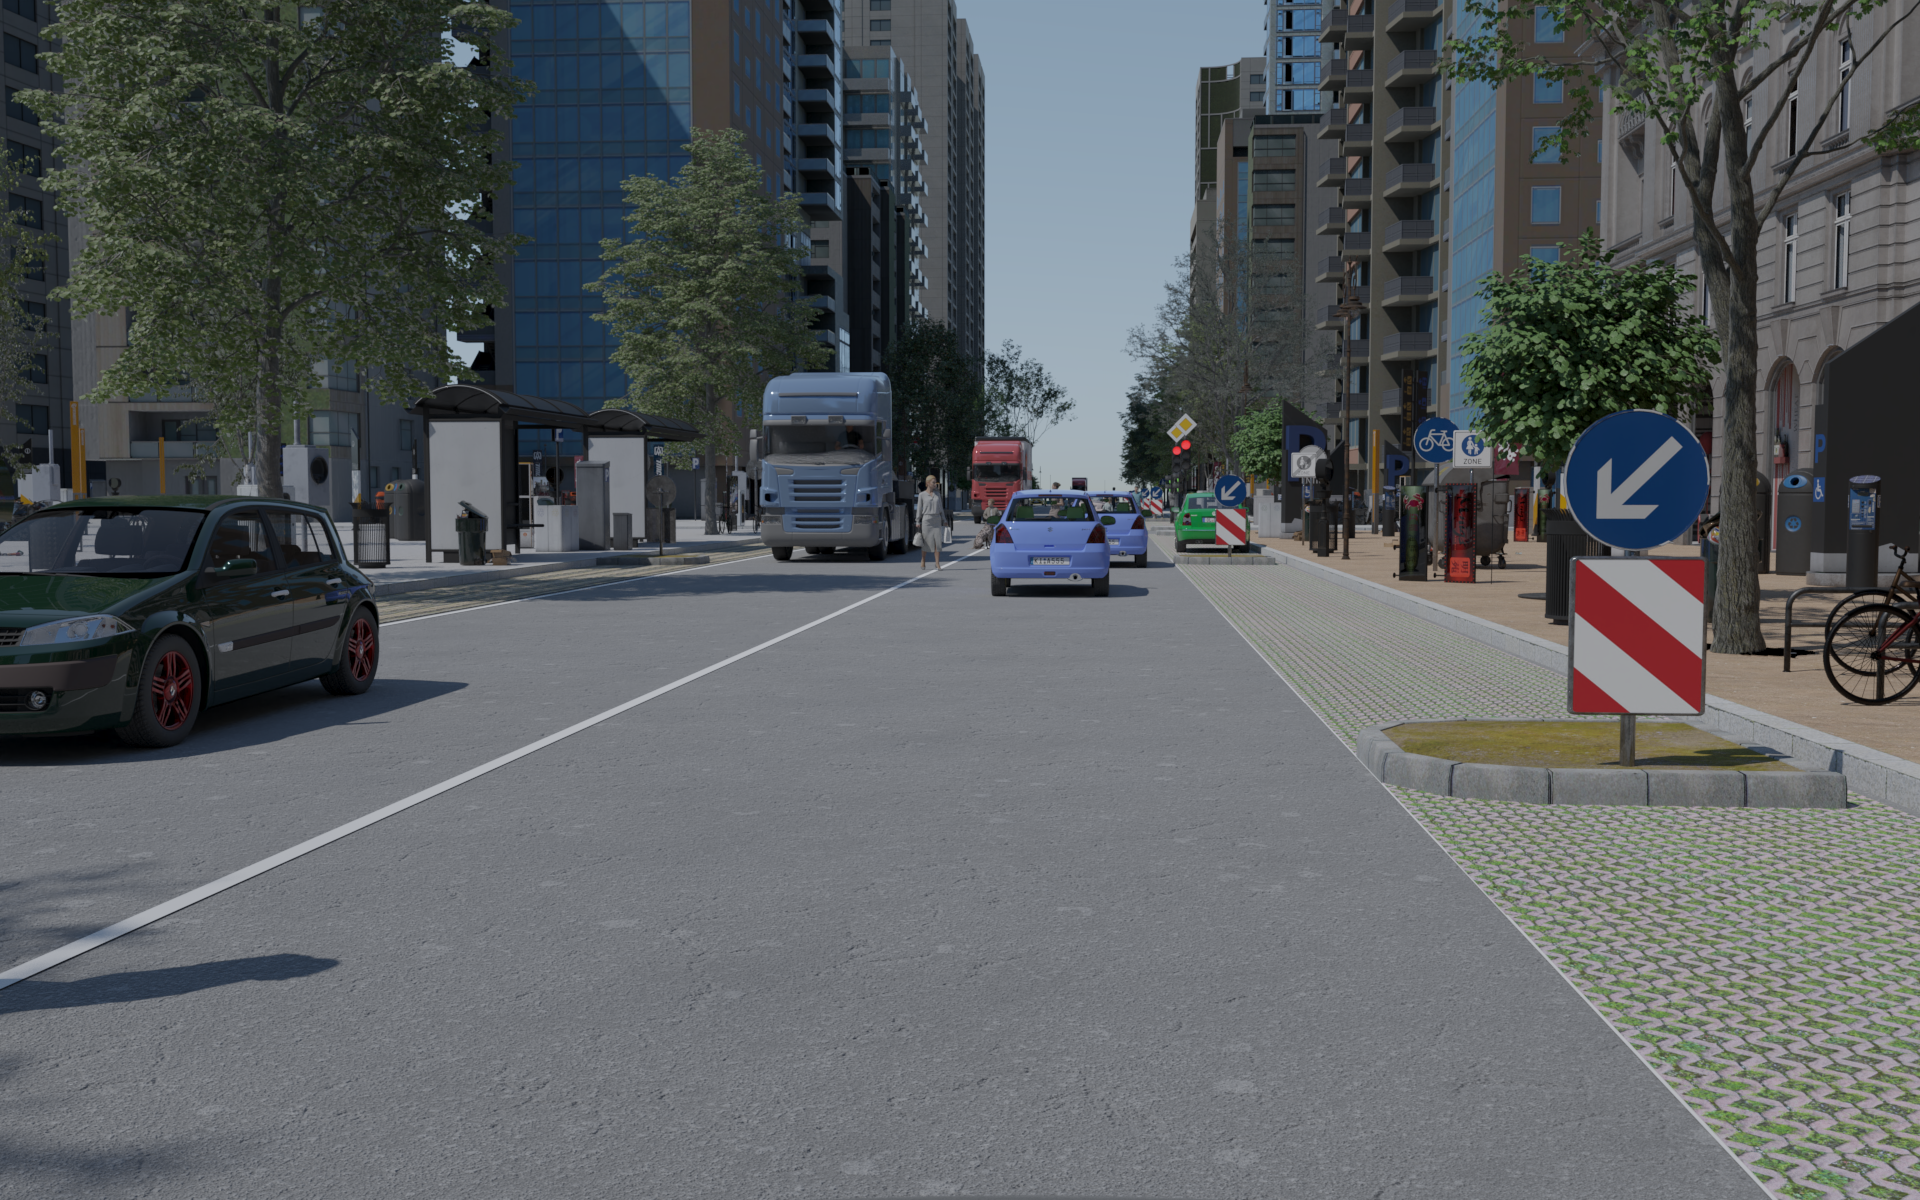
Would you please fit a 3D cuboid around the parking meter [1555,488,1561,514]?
[{"bbox_3d":[24.444,-3.800,70.535,0.372,1.533,0.369,0,3,0],"label":"parking meter"}]

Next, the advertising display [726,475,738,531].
[{"bbox_3d":[-7.892,-3.357,60.102,0.123,1.923,0.974,1,4,10],"label":"advertising display"}]

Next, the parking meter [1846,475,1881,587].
[{"bbox_3d":[11.790,-0.868,22.606,0.372,1.533,0.369,0,3,0],"label":"parking meter"}]

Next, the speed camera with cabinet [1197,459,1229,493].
[{"bbox_3d":[13.205,-5.787,88.950,2.038,3.252,0.660,-1,4,-19],"label":"speed camera with cabinet"}]

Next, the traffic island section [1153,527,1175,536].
[{"bbox_3d":[7.849,-2.325,60.295,2.009,0.180,2.903,0,4,5],"label":"traffic island section"}]

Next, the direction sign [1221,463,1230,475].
[{"bbox_3d":[19.068,-8.099,124.417,0.379,3.537,0.876,-3,5,-40],"label":"direction sign"}]

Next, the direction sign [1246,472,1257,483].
[{"bbox_3d":[21.216,-8.208,126.204,0.876,3.537,0.379,2,4,25],"label":"direction sign"}]

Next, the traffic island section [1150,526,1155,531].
[{"bbox_3d":[8.533,-2.812,68.251,2.009,0.180,2.903,0,4,5],"label":"traffic island section"}]

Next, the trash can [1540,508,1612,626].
[{"bbox_3d":[6.074,-0.327,17.008,0.748,1.137,0.748,0,3,0],"label":"trash can"}]

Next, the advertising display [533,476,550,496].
[{"bbox_3d":[-14.968,-3.441,61.471,0.123,1.923,0.974,3,4,38],"label":"advertising display"}]

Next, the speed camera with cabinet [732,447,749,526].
[{"bbox_3d":[-8.894,-4.596,69.484,0.660,3.252,2.038,0,4,3],"label":"speed camera with cabinet"}]

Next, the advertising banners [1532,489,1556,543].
[{"bbox_3d":[15.042,-3.064,46.279,0.090,3.025,2.074,-2,4,-32],"label":"advertising banners"}]

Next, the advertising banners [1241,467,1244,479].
[{"bbox_3d":[17.929,-7.042,111.321,0.090,3.025,2.074,2,4,28],"label":"advertising banners"}]

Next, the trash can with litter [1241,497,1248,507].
[{"bbox_3d":[14.853,-4.910,91.672,0.624,1.170,1.055,-1,4,-9],"label":"trash can with litter"}]

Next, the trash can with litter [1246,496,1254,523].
[{"bbox_3d":[12.692,-4.081,77.786,2.233,1.210,1.678,0,4,-7],"label":"trash can with litter"}]

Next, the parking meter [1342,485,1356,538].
[{"bbox_3d":[11.290,-2.560,50.261,0.372,1.533,0.369,0,3,0],"label":"parking meter"}]

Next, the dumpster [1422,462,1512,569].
[{"bbox_3d":[8.841,-1.496,30.218,1.264,1.857,1.865,0,4,5],"label":"dumpster"}]

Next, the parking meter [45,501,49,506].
[{"bbox_3d":[-42.478,-4.589,80.749,0.399,1.863,0.255,3,4,36],"label":"parking meter"}]

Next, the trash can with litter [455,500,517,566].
[{"bbox_3d":[-8.530,-1.210,31.174,1.055,1.170,0.624,0,4,-2],"label":"trash can with litter"}]

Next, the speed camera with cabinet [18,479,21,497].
[{"bbox_3d":[-43.258,-5.325,81.402,0.660,3.252,2.038,1,4,16],"label":"speed camera with cabinet"}]

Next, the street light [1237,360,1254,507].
[{"bbox_3d":[9.821,-5.312,59.647,0.468,5.910,1.993,0,4,5],"label":"street light"}]

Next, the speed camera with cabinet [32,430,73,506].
[{"bbox_3d":[-28.182,-3.651,54.035,0.660,3.252,2.038,0,4,-3],"label":"speed camera with cabinet"}]

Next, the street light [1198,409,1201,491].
[{"bbox_3d":[12.529,-7.216,90.771,0.468,5.910,1.993,0,4,5],"label":"street light"}]

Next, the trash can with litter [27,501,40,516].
[{"bbox_3d":[-19.864,-1.522,35.949,2.233,1.210,1.678,-3,5,-40],"label":"trash can with litter"}]

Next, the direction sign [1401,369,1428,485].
[{"bbox_3d":[8.304,-2.430,31.729,0.379,3.537,0.876,3,5,44],"label":"direction sign"}]

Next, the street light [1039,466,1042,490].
[{"bbox_3d":[13.117,-18.962,282.818,0.468,5.910,1.993,0,4,5],"label":"street light"}]

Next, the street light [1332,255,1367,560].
[{"bbox_3d":[7.556,-3.728,33.734,0.468,5.910,1.993,0,4,5],"label":"street light"}]

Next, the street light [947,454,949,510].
[{"bbox_3d":[-0.841,-9.086,121.347,0.468,5.910,1.993,0,4,5],"label":"street light"}]

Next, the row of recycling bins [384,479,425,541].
[{"bbox_3d":[-15.503,-2.546,48.735,1.069,1.692,3.534,-2,4,-25],"label":"row of recycling bins"}]

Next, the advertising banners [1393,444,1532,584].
[{"bbox_3d":[7.181,-1.755,24.878,2.074,3.025,0.090,3,5,44],"label":"advertising banners"}]

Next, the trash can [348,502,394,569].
[{"bbox_3d":[-10.168,-1.118,29.928,0.748,1.137,0.748,0,3,0],"label":"trash can"}]

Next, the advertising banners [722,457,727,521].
[{"bbox_3d":[-10.954,-5.175,80.801,0.090,3.025,2.074,0,4,-2],"label":"advertising banners"}]

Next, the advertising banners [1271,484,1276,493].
[{"bbox_3d":[17.007,-6.066,95.371,0.090,3.025,2.074,3,5,43],"label":"advertising banners"}]

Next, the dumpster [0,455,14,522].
[{"bbox_3d":[-10.969,-0.930,17.706,1.502,2.255,1.985,0,4,5],"label":"dumpster"}]

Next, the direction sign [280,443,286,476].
[{"bbox_3d":[-30.187,-5.172,76.556,0.876,3.537,0.379,-3,5,-43],"label":"direction sign"}]

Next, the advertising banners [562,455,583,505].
[{"bbox_3d":[-17.970,-5.061,78.935,2.074,3.025,0.090,2,4,27],"label":"advertising banners"}]

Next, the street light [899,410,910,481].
[{"bbox_3d":[-3.062,-7.517,95.688,0.468,5.910,1.993,0,4,5],"label":"street light"}]

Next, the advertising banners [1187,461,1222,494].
[{"bbox_3d":[13.043,-5.893,92.535,2.074,3.025,0.090,-1,4,-19],"label":"advertising banners"}]

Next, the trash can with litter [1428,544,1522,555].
[{"bbox_3d":[10.840,-1.589,37.043,2.233,1.210,1.678,1,4,23],"label":"trash can with litter"}]

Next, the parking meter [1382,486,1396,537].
[{"bbox_3d":[12.934,-2.680,52.228,0.372,1.533,0.369,0,3,0],"label":"parking meter"}]

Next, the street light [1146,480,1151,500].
[{"bbox_3d":[23.561,-15.044,218.758,0.468,5.910,1.993,0,4,5],"label":"street light"}]

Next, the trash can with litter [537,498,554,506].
[{"bbox_3d":[-11.606,-2.312,49.191,0.624,1.170,1.055,-2,4,-35],"label":"trash can with litter"}]

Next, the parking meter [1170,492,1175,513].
[{"bbox_3d":[14.625,-6.777,119.222,0.372,1.533,0.369,0,3,0],"label":"parking meter"}]

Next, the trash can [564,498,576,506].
[{"bbox_3d":[-15.566,-3.546,69.629,0.748,1.137,0.748,0,3,0],"label":"trash can"}]

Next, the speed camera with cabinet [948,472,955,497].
[{"bbox_3d":[-1.381,-8.577,134.572,2.038,3.252,0.660,-2,4,-28],"label":"speed camera with cabinet"}]

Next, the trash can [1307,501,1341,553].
[{"bbox_3d":[7.890,-1.585,37.575,0.748,1.137,0.748,0,3,0],"label":"trash can"}]

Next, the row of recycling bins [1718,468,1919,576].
[{"bbox_3d":[13.552,-1.216,26.993,1.069,1.692,3.534,-3,4,-38],"label":"row of recycling bins"}]

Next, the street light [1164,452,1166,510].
[{"bbox_3d":[16.883,-10.380,142.492,0.468,5.910,1.993,0,4,5],"label":"street light"}]

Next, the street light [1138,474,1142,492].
[{"bbox_3d":[28.422,-18.542,275.942,0.468,5.910,1.993,0,4,5],"label":"street light"}]

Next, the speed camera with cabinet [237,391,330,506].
[{"bbox_3d":[-12.525,-2.310,32.107,0.660,3.252,2.038,1,4,14],"label":"speed camera with cabinet"}]

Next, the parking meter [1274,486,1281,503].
[{"bbox_3d":[9.749,-2.713,52.763,0.372,1.533,0.369,0,3,0],"label":"parking meter"}]
